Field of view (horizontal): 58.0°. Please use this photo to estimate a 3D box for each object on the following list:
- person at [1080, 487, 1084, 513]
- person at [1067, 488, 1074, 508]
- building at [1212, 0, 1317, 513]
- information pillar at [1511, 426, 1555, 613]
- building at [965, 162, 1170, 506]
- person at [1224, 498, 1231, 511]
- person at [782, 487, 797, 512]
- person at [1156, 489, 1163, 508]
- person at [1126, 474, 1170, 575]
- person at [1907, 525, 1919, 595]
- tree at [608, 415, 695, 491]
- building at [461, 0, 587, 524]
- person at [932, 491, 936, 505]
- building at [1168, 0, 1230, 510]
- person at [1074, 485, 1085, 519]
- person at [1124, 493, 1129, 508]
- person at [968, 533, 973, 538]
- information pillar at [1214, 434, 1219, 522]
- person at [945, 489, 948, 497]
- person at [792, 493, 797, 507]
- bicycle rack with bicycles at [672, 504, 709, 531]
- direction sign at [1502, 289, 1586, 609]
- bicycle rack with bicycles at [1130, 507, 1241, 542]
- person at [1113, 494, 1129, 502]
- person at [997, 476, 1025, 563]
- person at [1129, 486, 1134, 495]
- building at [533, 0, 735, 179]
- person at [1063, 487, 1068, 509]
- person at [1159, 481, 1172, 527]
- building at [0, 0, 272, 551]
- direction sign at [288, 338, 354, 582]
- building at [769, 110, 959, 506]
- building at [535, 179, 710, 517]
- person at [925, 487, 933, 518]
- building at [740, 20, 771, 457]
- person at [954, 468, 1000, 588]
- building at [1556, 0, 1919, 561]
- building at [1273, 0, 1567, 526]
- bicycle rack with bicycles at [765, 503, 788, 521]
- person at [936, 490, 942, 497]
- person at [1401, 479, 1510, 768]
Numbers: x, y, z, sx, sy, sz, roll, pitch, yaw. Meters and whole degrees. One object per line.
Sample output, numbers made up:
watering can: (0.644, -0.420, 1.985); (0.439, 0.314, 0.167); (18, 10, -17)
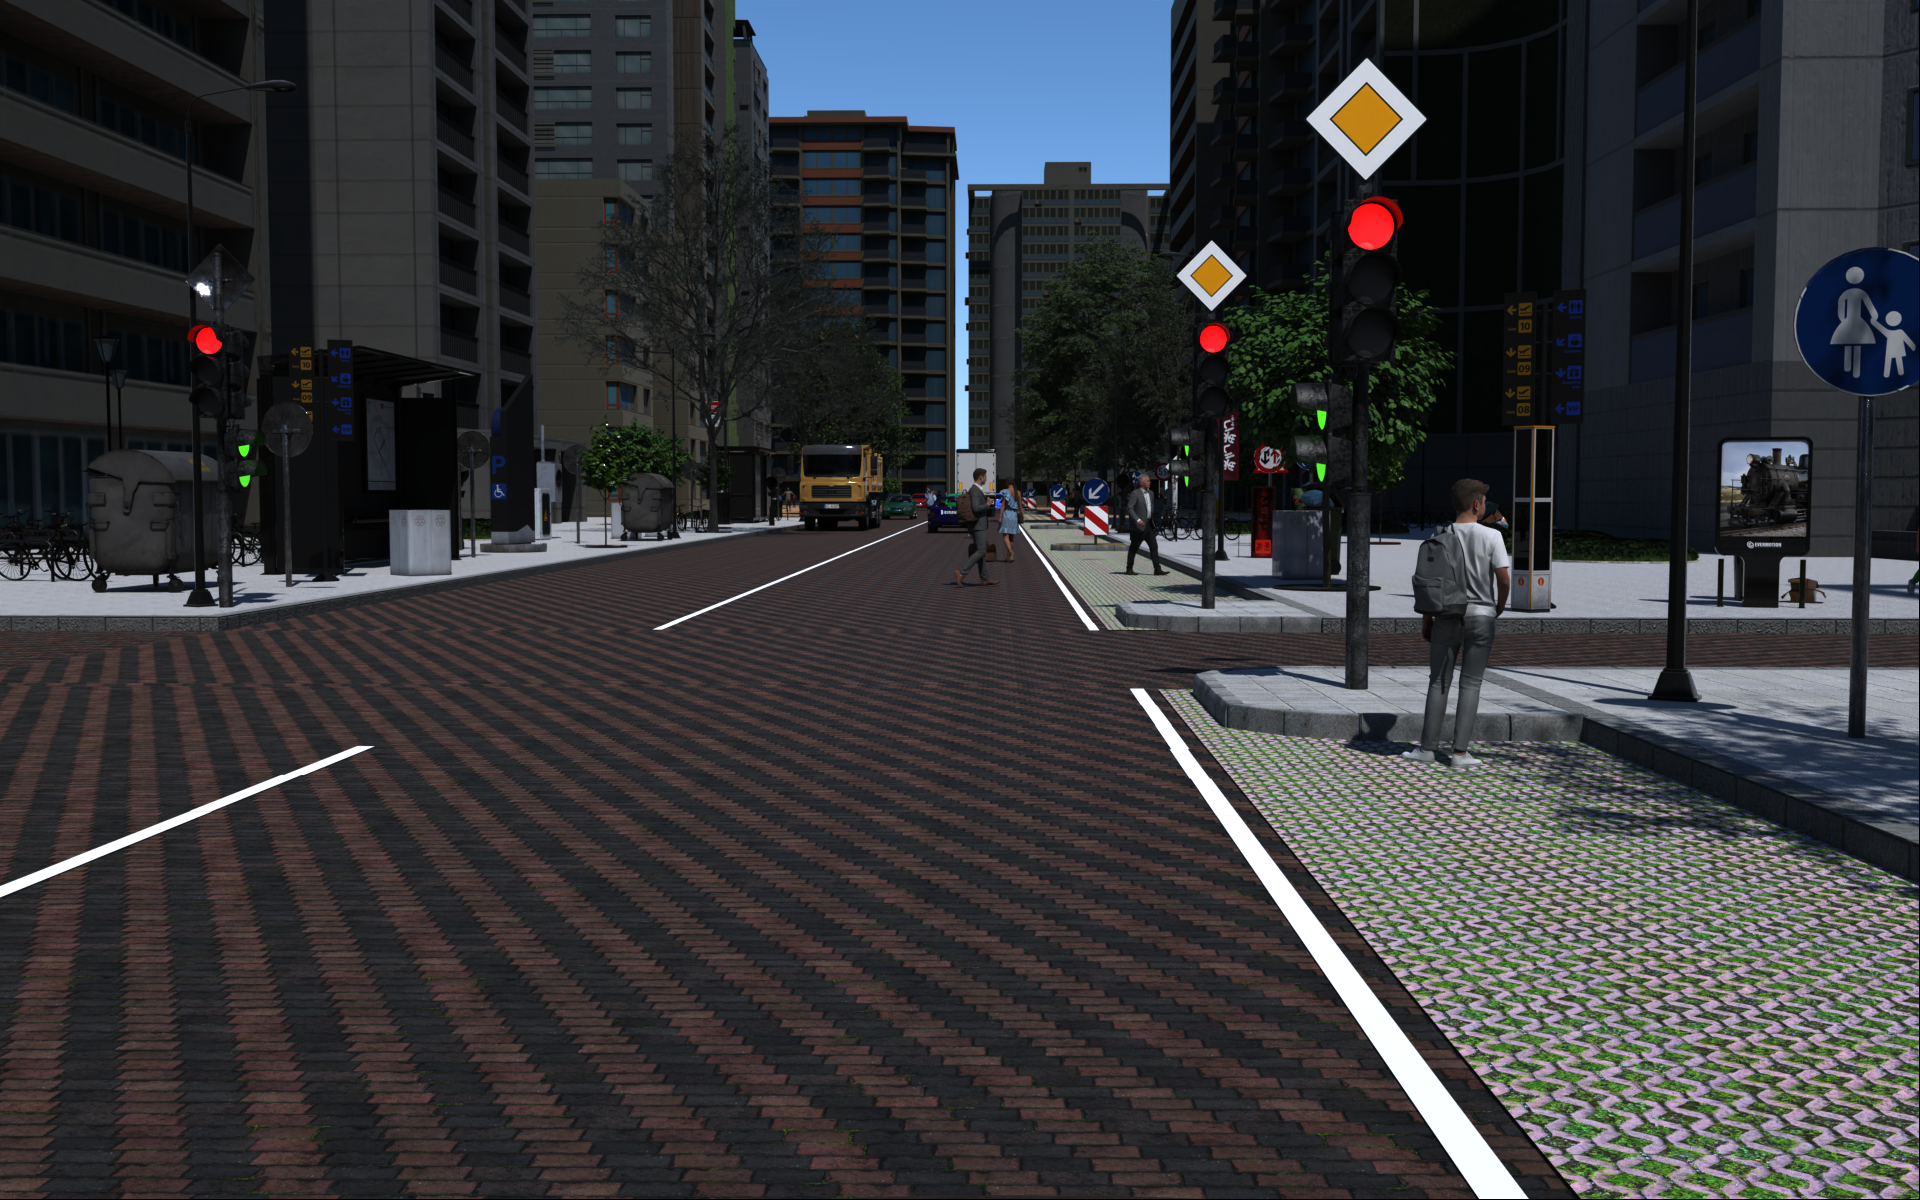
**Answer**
person: (8.249, -6.785, 117.639); (0.621, 1.740, 0.551); (1, 4, 13)
person: (10.541, -9.464, 160.871); (1.348, 1.812, 0.705); (1, 4, 20)
building: (29.319, -28.539, 121.239); (22.147, 44.769, 28.867); (0, 4, 1)
information pillar: (6.211, -0.875, 18.791); (0.304, 2.012, 0.304); (-2, 4, -26)
building: (12.657, -31.402, 205.305); (23.993, 40.220, 32.217); (0, 4, 1)
person: (12.102, -4.535, 80.308); (0.853, 1.813, 0.709); (1, 4, 15)
person: (-12.618, -7.412, 127.230); (1.348, 1.824, 0.705); (0, 4, 7)
person: (18.340, -9.275, 158.415); (0.721, 1.736, 1.217); (-2, 4, -35)
person: (3.257, -1.307, 30.263); (0.834, 1.777, 0.661); (3, 5, 40)
person: (12.109, -0.691, 21.597); (0.306, 1.304, 0.590); (-1, 4, -14)
tree: (-13.517, -5.377, 71.622); (4.285, 4.588, 4.351); (0, 3, 0)
building: (-27.615, -38.882, 73.979); (20.563, 71.187, 20.611); (0, 4, 1)
person: (-1.342, -4.839, 89.421); (0.330, 1.601, 0.589); (0, 4, 4)
building: (29.510, -32.017, 147.172); (21.300, 48.544, 21.600); (0, 4, 1)
person: (6.053, -5.031, 88.888); (0.643, 1.750, 0.593); (-3, 5, -43)
person: (10.641, -6.300, 112.283); (0.421, 1.427, 0.697); (-3, 5, -44)
person: (0.490, -2.895, 55.852); (0.620, 1.820, 0.660); (2, 4, 29)
information pillar: (9.456, -4.428, 63.750); (0.183, 3.616, 0.504); (3, 5, 43)
person: (-1.044, -8.036, 139.875); (0.705, 1.826, 1.348); (0, 4, -5)
person: (-15.904, -9.581, 165.955); (1.065, 1.426, 0.557); (3, 5, 43)
bicycle rack with bicycles: (-10.103, -2.854, 60.038); (2.852, 0.926, 2.925); (-1, 4, -20)
direction sign: (6.523, -1.677, 19.418); (0.876, 3.537, 0.379); (2, 4, 30)
bicycle rack with bicycles: (5.983, -2.129, 48.185); (2.852, 0.926, 2.925); (-3, 4, -37)
person: (10.875, -6.698, 116.385); (1.217, 1.723, 0.721); (-1, 4, -9)
person: (1.083, -1.692, 36.258); (0.616, 1.811, 0.778); (-1, 4, -13)
person: (11.180, -6.574, 113.545); (0.705, 1.822, 1.348); (0, 4, 5)
building: (-24.833, -27.341, 130.617); (14.154, 41.232, 14.086); (0, 4, 1)
person: (8.583, -8.389, 143.075); (0.599, 1.838, 0.709); (0, 4, 4)
person: (8.057, -3.737, 67.494); (0.716, 1.782, 0.532); (2, 4, 35)
building: (-31.330, -25.467, 40.091); (21.300, 48.544, 21.600); (0, 4, 1)
direction sign: (-9.345, -2.044, 25.419); (0.876, 3.537, 0.379); (-1, 4, -21)
building: (-14.698, -33.397, 200.659); (28.867, 44.769, 22.147); (0, 4, 1)
building: (-32.125, -16.200, 109.913); (27.650, 21.520, 28.899); (0, 4, 1)
person: (-1.619, -5.171, 93.319); (0.793, 1.790, 0.793); (2, 4, 23)
building: (-24.170, -28.693, 152.719); (14.086, 41.232, 14.154); (0, 4, 1)
person: (0.243, -1.117, 26.735); (0.822, 1.834, 0.622); (-1, 4, -19)
building: (30.509, -30.313, 37.623); (28.212, 58.520, 21.231); (0, 4, 1)
building: (25.915, -39.073, 77.090); (20.563, 71.187, 20.611); (0, 4, 1)
bicycle rack with bicycles: (-9.722, -4.323, 84.069); (2.852, 0.926, 2.925); (1, 4, 20)
person: (-1.770, -7.890, 138.327); (0.721, 1.723, 1.217); (3, 4, 37)
person: (2.594, 0.123, 9.089); (0.503, 1.515, 0.523); (0, 4, -6)
